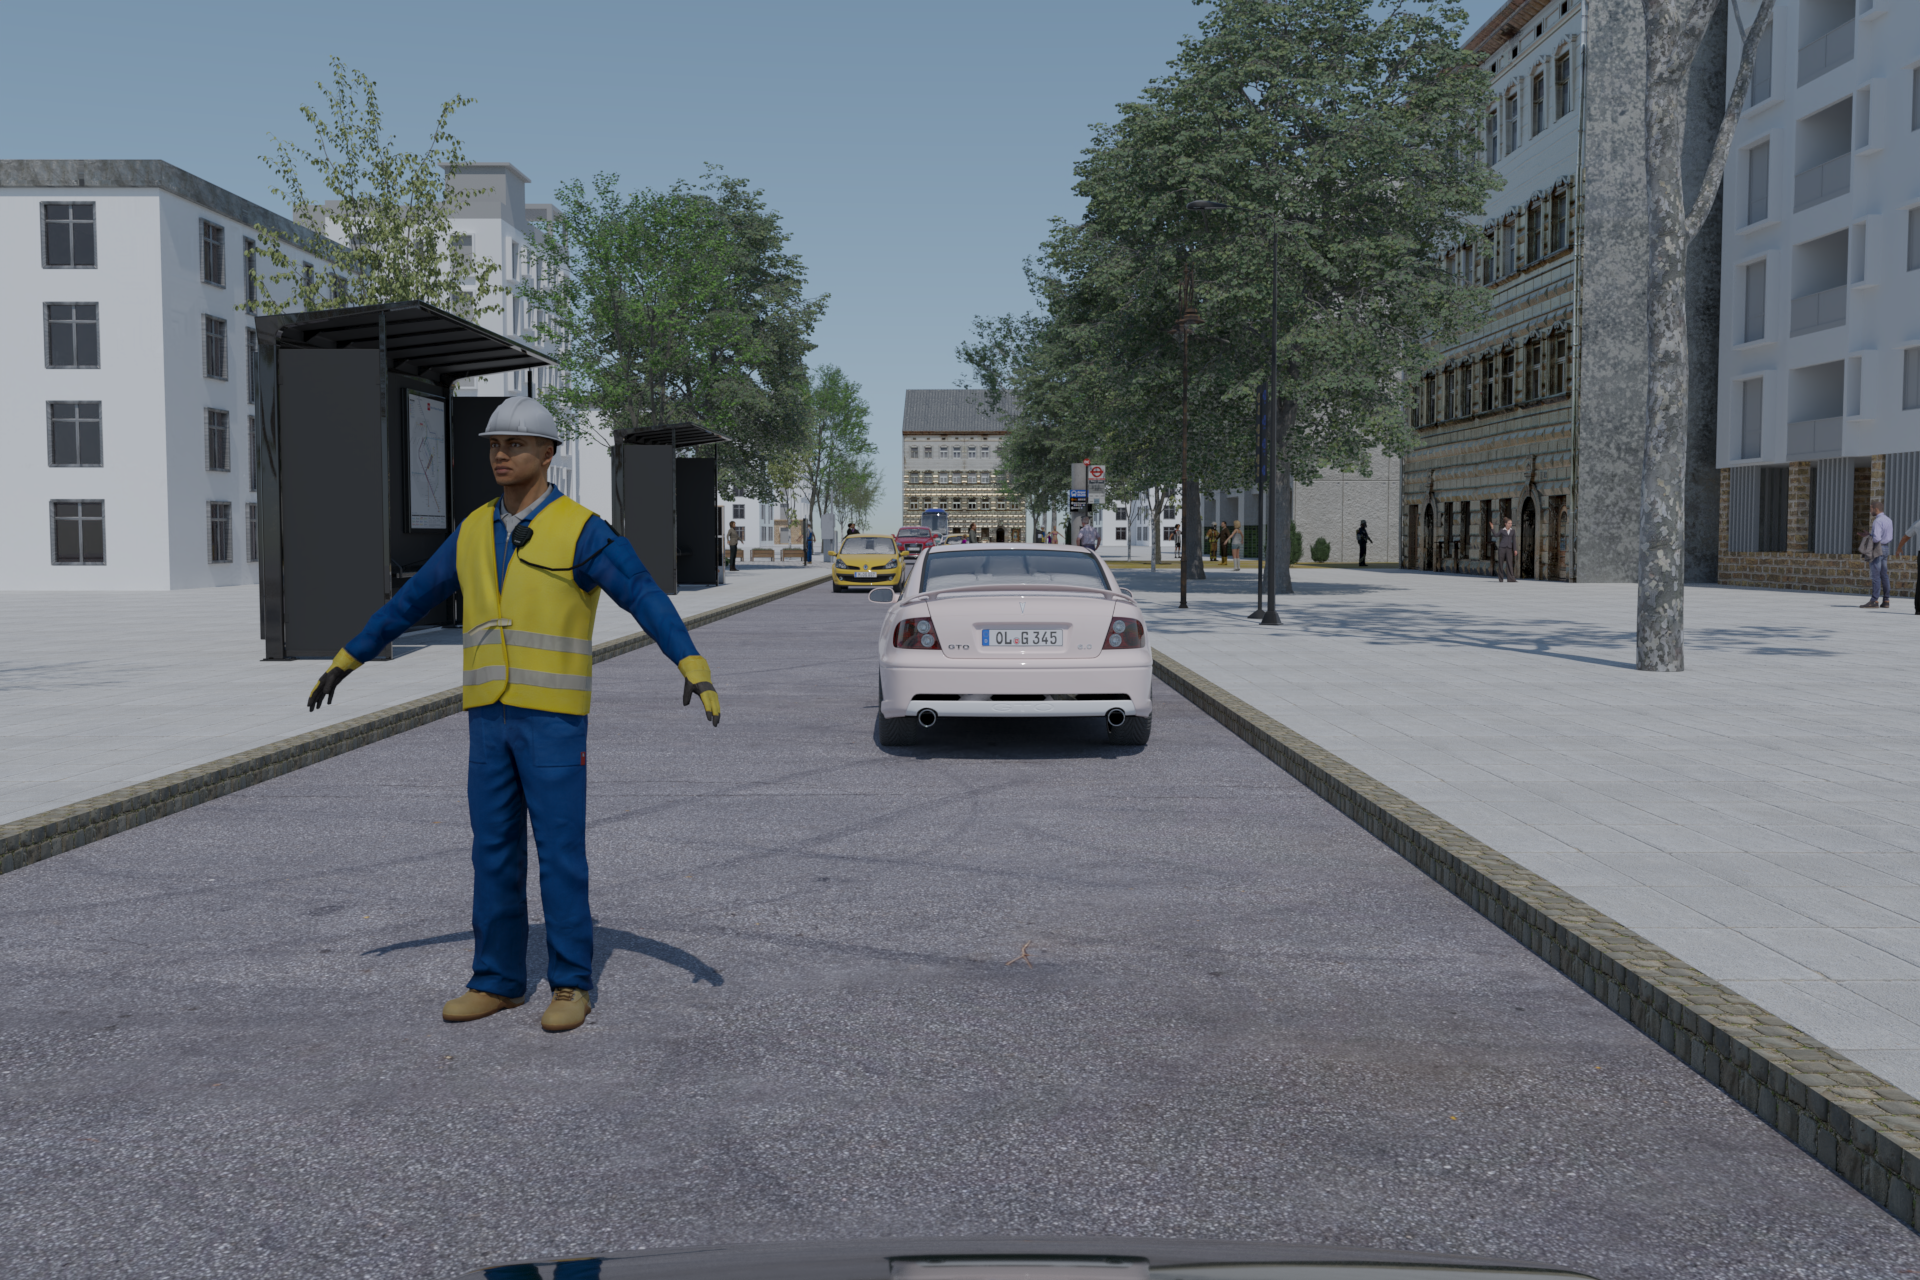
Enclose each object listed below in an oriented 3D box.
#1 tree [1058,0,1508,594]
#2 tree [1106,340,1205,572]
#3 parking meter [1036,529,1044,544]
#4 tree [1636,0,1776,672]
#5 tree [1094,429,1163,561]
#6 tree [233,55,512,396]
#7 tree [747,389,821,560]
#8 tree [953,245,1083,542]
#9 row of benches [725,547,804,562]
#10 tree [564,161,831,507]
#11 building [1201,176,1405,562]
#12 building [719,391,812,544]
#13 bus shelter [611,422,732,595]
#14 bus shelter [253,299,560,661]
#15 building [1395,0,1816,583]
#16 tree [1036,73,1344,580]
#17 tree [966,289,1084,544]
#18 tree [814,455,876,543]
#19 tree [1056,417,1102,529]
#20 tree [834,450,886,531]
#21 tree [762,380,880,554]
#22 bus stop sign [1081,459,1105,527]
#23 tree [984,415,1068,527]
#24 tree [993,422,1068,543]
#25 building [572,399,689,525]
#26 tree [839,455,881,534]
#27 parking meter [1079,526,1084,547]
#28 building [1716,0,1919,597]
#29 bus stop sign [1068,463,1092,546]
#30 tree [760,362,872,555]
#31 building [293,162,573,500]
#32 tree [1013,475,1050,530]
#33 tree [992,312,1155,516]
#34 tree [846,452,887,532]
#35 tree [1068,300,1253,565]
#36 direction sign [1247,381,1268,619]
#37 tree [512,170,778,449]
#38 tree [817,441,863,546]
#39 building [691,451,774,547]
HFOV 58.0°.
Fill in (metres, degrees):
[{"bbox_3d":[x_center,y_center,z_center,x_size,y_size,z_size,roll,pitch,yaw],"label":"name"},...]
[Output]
[{"bbox_3d":[6.774,-7.978,37.100,9.857,13.997,8.962,0,3,0],"label":"tree"},{"bbox_3d":[6.605,-6.592,58.145,4.737,8.622,4.395,0,3,0],"label":"tree"},{"bbox_3d":[3.788,-4.523,82.362,0.372,1.533,0.369,0,3,0],"label":"parking meter"},{"bbox_3d":[6.348,-9.685,14.241,12.611,20.169,13.585,0,3,0],"label":"tree"},{"bbox_3d":[7.875,-8.020,81.497,4.360,8.622,3.978,0,3,0],"label":"tree"},{"bbox_3d":[-8.856,-4.686,26.980,4.737,8.622,4.395,0,3,0],"label":"tree"},{"bbox_3d":[-8.683,-8.301,86.085,4.737,8.622,4.395,0,3,0],"label":"tree"},{"bbox_3d":[5.287,-15.930,116.347,12.611,20.169,13.585,0,3,0],"label":"tree"},{"bbox_3d":[-9.156,-4.004,80.934,4.104,0.672,1.422,-1,4,-16],"label":"row of benches"},{"bbox_3d":[-9.134,-9.456,61.262,9.857,13.997,8.962,0,3,0],"label":"tree"},{"bbox_3d":[23.595,-13.914,93.951,16.747,18.905,31.486,0,4,0],"label":"building"},{"bbox_3d":[-24.423,-21.957,215.423,16.016,20.090,11.380,0,4,0],"label":"building"},{"bbox_3d":[-6.444,-2.939,39.335,1.731,3.624,6.357,0,4,0],"label":"bus shelter"},{"bbox_3d":[-6.279,-1.787,20.496,1.731,3.624,6.357,0,3,0],"label":"bus shelter"},{"bbox_3d":[25.268,-13.611,53.477,19.493,23.208,18.063,0,4,0],"label":"building"},{"bbox_3d":[6.643,-8.683,48.625,9.857,13.997,8.962,0,3,0],"label":"tree"},{"bbox_3d":[6.566,-17.131,135.987,12.611,20.169,13.585,0,3,0],"label":"tree"},{"bbox_3d":[-17.799,-21.375,259.855,12.009,13.543,11.850,0,3,0],"label":"tree"},{"bbox_3d":[7.066,-9.393,103.932,4.737,8.622,4.395,0,3,0],"label":"tree"},{"bbox_3d":[-8.819,-11.556,139.295,4.360,8.622,3.978,0,3,0],"label":"tree"},{"bbox_3d":[-9.117,-11.539,114.410,9.928,11.665,9.643,0,3,0],"label":"tree"},{"bbox_3d":[4.707,-4.446,61.403,0.855,3.939,0.416,0,4,0],"label":"bus stop sign"},{"bbox_3d":[7.435,-15.918,170.623,12.009,13.543,11.850,0,3,0],"label":"tree"},{"bbox_3d":[6.759,-13.957,153.959,9.928,11.665,9.643,0,3,0],"label":"tree"},{"bbox_3d":[-23.302,-10.924,120.759,9.099,9.664,28.070,0,4,-1],"label":"building"},{"bbox_3d":[-8.749,-12.818,159.937,4.360,8.622,3.978,0,3,0],"label":"tree"},{"bbox_3d":[3.914,-2.794,54.091,0.372,1.533,0.369,0,3,0],"label":"parking meter"},{"bbox_3d":[24.099,-11.303,41.230,16.016,20.090,11.380,0,3,0],"label":"building"},{"bbox_3d":[4.472,-4.624,64.612,0.837,3.901,0.837,0,4,-1],"label":"bus stop sign"},{"bbox_3d":[-8.864,-10.912,104.169,9.928,11.665,9.643,0,3,0],"label":"tree"},{"bbox_3d":[-27.943,-14.260,89.566,16.016,20.090,11.380,0,4,0],"label":"building"},{"bbox_3d":[7.428,-12.972,162.452,4.360,8.622,3.978,0,3,0],"label":"tree"},{"bbox_3d":[6.492,-11.465,94.102,9.857,13.997,8.962,0,3,0],"label":"tree"},{"bbox_3d":[-8.896,-12.096,148.127,4.360,8.622,3.978,0,3,0],"label":"tree"},{"bbox_3d":[8.497,-8.996,72.839,9.928,11.665,9.643,0,3,0],"label":"tree"},{"bbox_3d":[4.555,-2.092,26.209,0.379,3.537,0.876,0,4,0],"label":"direction sign"},{"bbox_3d":[-8.874,-7.579,49.675,9.928,11.665,9.643,0,3,0],"label":"tree"},{"bbox_3d":[-8.717,-10.963,129.614,4.360,8.622,3.978,0,3,0],"label":"tree"},{"bbox_3d":[-24.661,-15.067,188.496,9.099,9.664,28.070,0,3,0],"label":"building"}]
